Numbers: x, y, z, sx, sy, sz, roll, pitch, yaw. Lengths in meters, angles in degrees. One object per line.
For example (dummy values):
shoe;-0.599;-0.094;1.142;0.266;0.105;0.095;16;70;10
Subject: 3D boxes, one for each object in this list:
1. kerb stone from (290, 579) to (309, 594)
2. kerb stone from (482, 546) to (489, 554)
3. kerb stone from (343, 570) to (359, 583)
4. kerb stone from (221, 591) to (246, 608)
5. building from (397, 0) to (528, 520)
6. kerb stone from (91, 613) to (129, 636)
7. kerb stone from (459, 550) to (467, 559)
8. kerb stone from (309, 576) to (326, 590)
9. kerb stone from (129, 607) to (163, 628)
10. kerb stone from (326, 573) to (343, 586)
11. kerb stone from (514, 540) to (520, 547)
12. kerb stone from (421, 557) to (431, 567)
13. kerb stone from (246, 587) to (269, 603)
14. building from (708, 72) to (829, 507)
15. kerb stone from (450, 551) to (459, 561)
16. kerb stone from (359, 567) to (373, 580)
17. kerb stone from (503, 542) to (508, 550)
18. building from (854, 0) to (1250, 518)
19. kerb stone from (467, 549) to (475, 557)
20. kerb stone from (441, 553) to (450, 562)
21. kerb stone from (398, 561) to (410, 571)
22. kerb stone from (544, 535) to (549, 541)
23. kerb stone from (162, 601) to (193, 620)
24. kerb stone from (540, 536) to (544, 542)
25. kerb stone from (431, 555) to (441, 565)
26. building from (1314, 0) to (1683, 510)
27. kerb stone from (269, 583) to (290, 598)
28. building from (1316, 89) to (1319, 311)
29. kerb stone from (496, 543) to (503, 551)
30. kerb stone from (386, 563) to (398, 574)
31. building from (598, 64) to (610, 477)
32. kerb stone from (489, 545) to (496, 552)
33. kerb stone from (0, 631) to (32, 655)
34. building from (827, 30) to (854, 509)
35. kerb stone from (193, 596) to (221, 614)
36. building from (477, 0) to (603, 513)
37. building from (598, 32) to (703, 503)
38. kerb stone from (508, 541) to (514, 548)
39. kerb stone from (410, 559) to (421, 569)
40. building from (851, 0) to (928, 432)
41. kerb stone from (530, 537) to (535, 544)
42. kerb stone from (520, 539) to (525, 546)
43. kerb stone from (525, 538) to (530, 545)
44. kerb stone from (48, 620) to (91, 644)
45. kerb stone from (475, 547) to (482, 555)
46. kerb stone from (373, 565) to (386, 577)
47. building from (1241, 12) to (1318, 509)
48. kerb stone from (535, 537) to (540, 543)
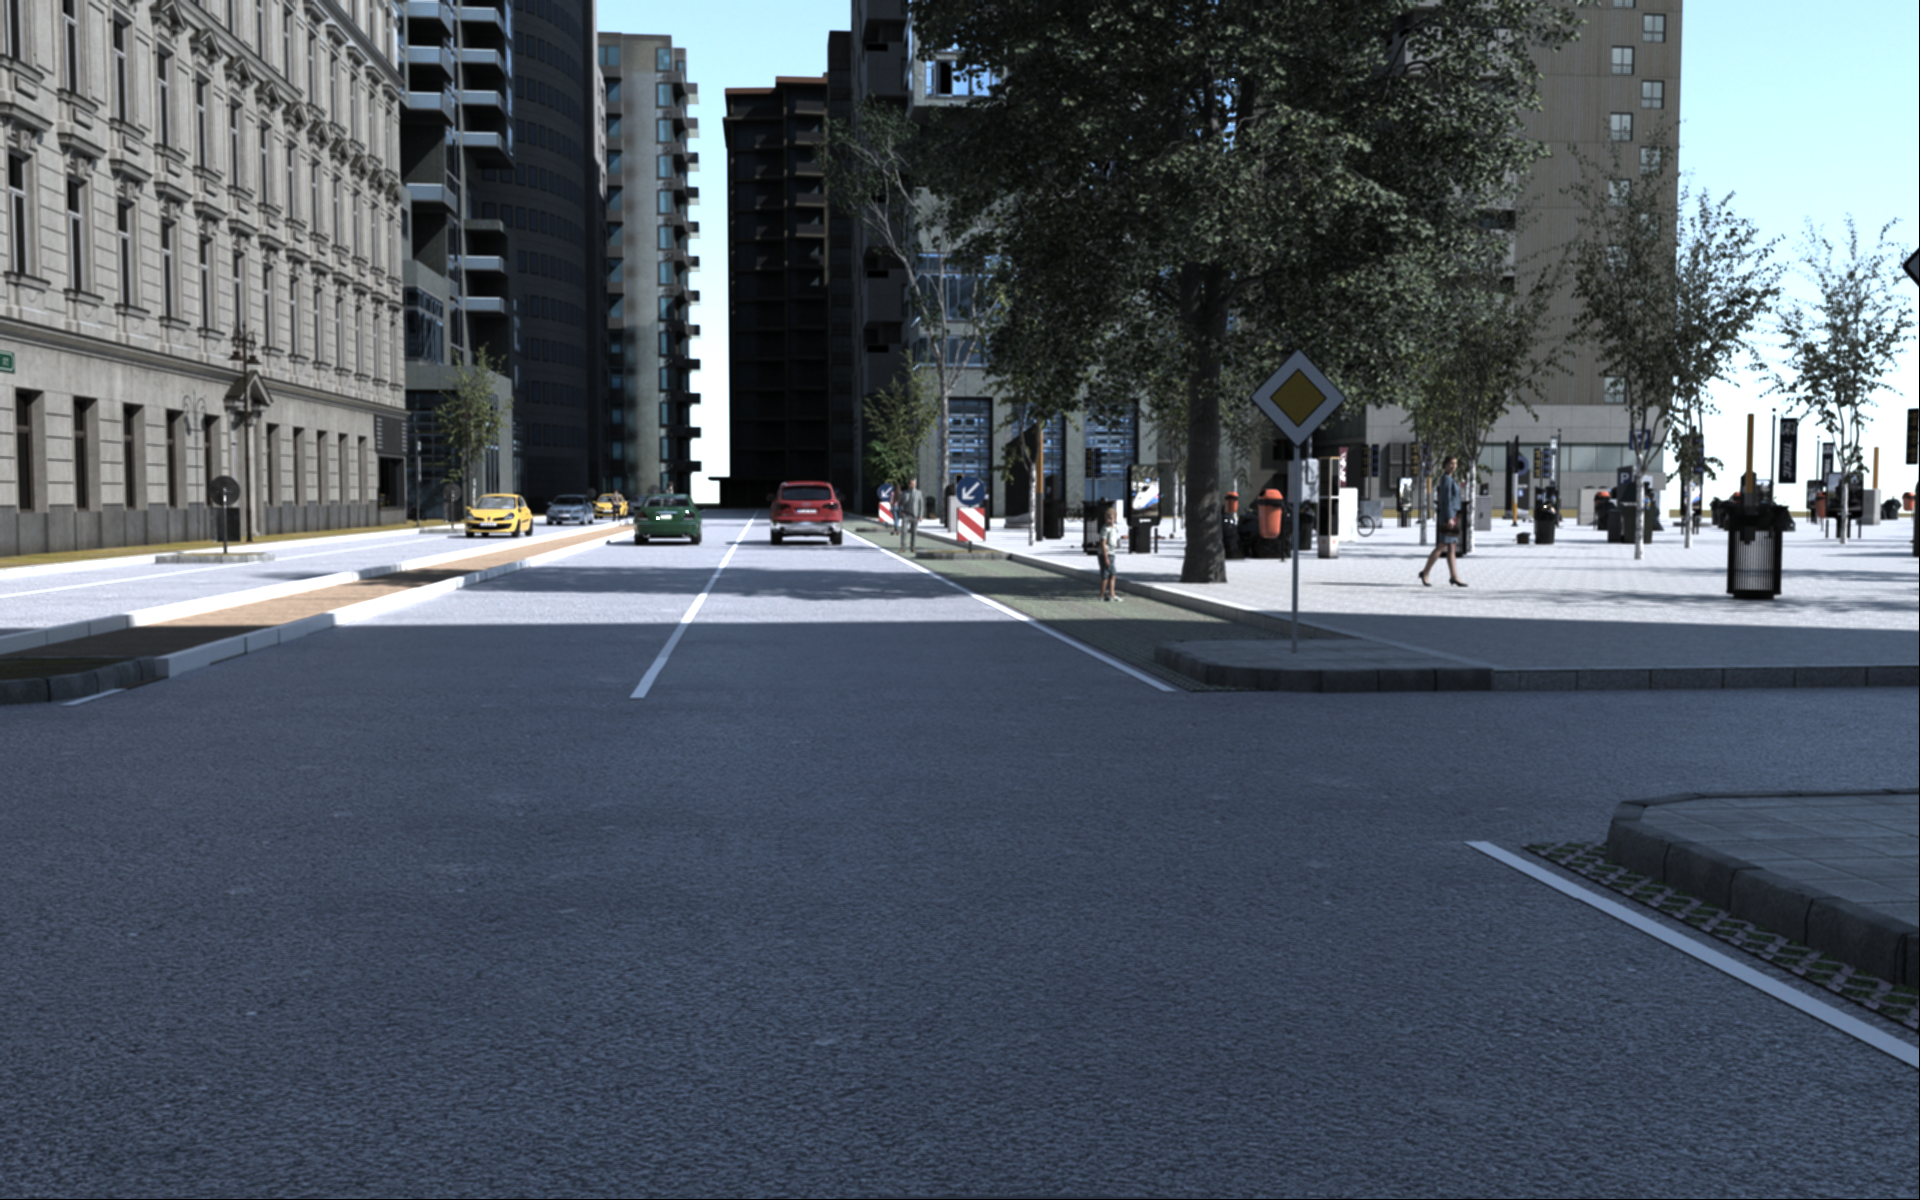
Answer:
kerb stone;-9.623;-0.171;24.996;0.120;0.150;1.000;0;4;-6
kerb stone;-11.429;-1.166;41.301;0.120;0.150;1.000;0;4;-6
kerb stone;-9.958;-0.358;28.049;0.120;0.150;1.000;0;4;-6
kerb stone;-9.288;0.017;21.939;0.120;0.150;1.000;0;4;-6
building;-36.823;-48.084;98.844;22.319;86.520;31.000;0;4;-6
kerb stone;-8.839;0.265;17.856;0.120;0.150;1.000;0;4;-6
kerb stone;-11.091;-0.981;38.227;0.120;0.150;1.000;0;4;-6
kerb stone;-9.744;-0.233;26.011;0.120;0.150;1.000;0;4;-6
kerb stone;-8.949;0.203;18.880;0.120;0.150;1.000;0;4;-6
kerb stone;-9.855;-0.295;27.032;0.120;0.150;1.000;0;4;-6
kerb stone;-11.986;-1.480;46.394;0.120;0.150;1.000;0;4;-6
kerb stone;-10.636;-0.732;34.156;0.120;0.150;1.000;0;4;-6
kerb stone;-9.400;-0.043;22.955;0.120;0.150;1.000;0;4;-6
building;-11.874;-32.319;183.033;28.867;44.769;22.147;0;4;-6
kerb stone;-10.976;-0.918;37.211;0.120;0.150;1.000;0;4;-6
kerb stone;-10.076;-0.417;29.064;0.120;0.150;1.000;0;4;-6
kerb stone;-11.766;-1.355;44.353;0.120;0.150;1.000;0;4;-6
building;5.220;-48.578;106.916;22.319;86.520;31.000;0;4;-6
kerb stone;-11.201;-1.043;39.246;0.120;0.150;1.000;0;4;-6
kerb stone;-10.865;-0.856;36.190;0.120;0.150;1.000;0;4;-6
kerb stone;-10.415;-0.605;32.123;0.120;0.150;1.000;0;4;-6
kerb stone;-12.664;-1.853;52.494;0.120;0.150;1.000;0;4;-6
kerb stone;-9.069;0.142;19.895;0.120;0.150;1.000;0;4;-6
kerb stone;-12.555;-1.791;51.478;0.120;0.150;1.000;0;4;-6
kerb stone;-10.752;-0.794;35.174;0.120;0.150;1.000;0;4;-6
building;45.418;-34.659;155.908;27.495;52.752;28.713;0;4;-6
kerb stone;-9.513;-0.109;23.975;0.120;0.150;1.000;0;4;-6
building;42.248;-45.773;186.635;20.611;71.187;20.563;0;4;-6
kerb stone;-11.646;-1.293;43.338;0.120;0.150;1.000;0;4;-6
kerb stone;-10.303;-0.540;31.102;0.120;0.150;1.000;0;4;-6
building;-38.753;-28.780;154.154;14.086;41.232;14.154;0;4;-6
kerb stone;-11.542;-1.226;42.321;0.120;0.150;1.000;0;4;-6
kerb stone;-8.617;0.390;15.824;0.120;0.150;1.000;0;4;-6
building;-5.003;-28.990;157.573;14.154;41.232;14.086;0;4;-6
kerb stone;-9.176;0.078;20.918;0.120;0.150;1.000;0;4;-6
building;-38.943;-35.914;129.195;21.231;58.520;28.212;0;4;-6
building;-42.266;-34.268;179.894;30.456;49.044;23.786;0;4;-6
kerb stone;-11.878;-1.417;45.373;0.120;0.150;1.000;0;4;-6
kerb stone;-10.530;-0.664;33.139;0.120;0.150;1.000;0;4;-6
building;5.420;-33.523;137.338;28.713;52.752;27.495;0;4;-6
kerb stone;-12.324;-1.667;49.443;0.120;0.150;1.000;0;4;-6
kerb stone;-12.104;-1.542;47.409;0.120;0.150;1.000;0;4;-6
kerb stone;-12.220;-1.604;48.425;0.120;0.150;1.000;0;4;-6
kerb stone;-8.731;0.328;16.840;0.120;0.150;1.000;0;4;-6
kerb stone;-11.307;-1.104;40.262;0.120;0.150;1.000;0;4;-6
kerb stone;-10.187;-0.482;30.080;0.120;0.150;1.000;0;4;-6
building;20.664;-32.591;156.561;21.600;48.544;21.300;0;4;-6
kerb stone;-12.436;-1.729;50.459;0.120;0.150;1.000;0;4;-6
